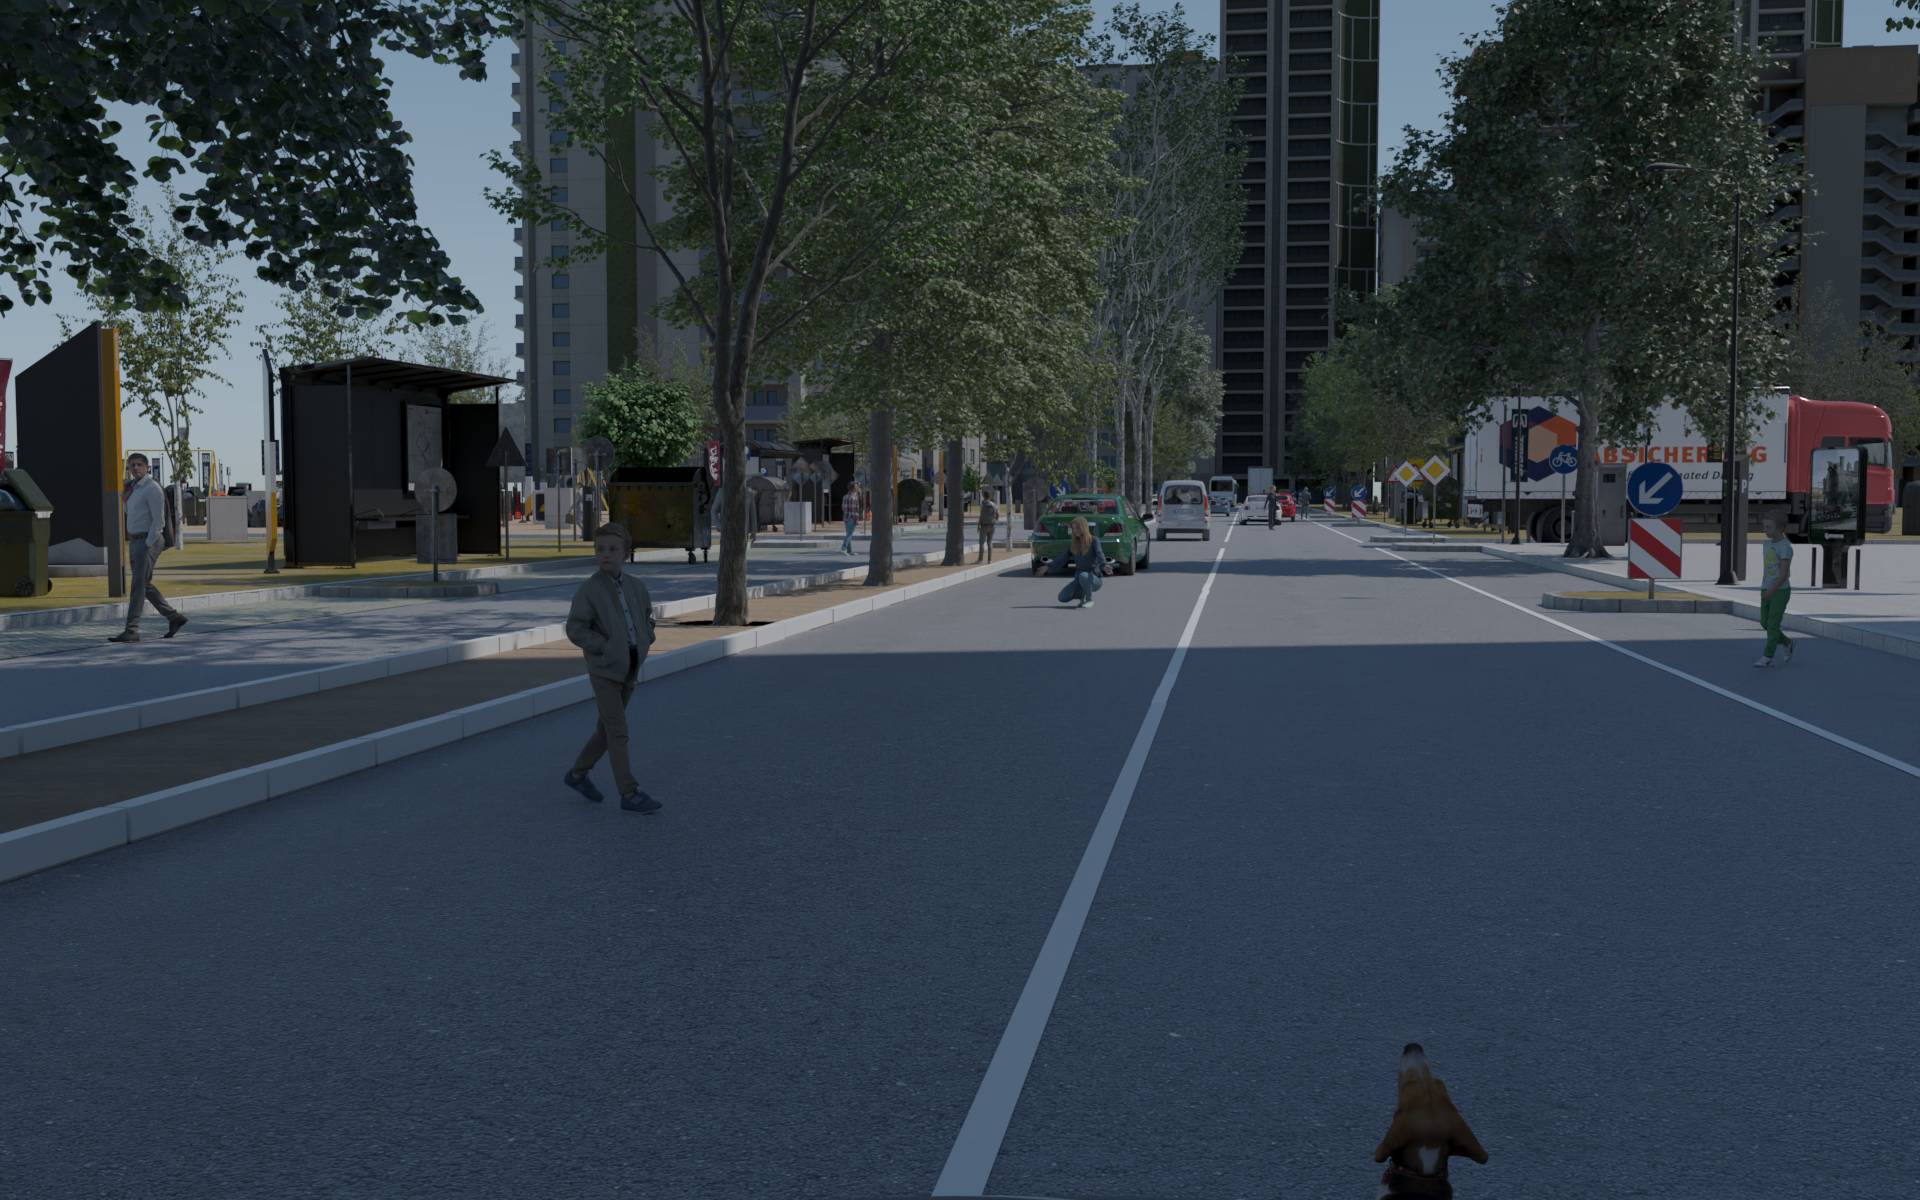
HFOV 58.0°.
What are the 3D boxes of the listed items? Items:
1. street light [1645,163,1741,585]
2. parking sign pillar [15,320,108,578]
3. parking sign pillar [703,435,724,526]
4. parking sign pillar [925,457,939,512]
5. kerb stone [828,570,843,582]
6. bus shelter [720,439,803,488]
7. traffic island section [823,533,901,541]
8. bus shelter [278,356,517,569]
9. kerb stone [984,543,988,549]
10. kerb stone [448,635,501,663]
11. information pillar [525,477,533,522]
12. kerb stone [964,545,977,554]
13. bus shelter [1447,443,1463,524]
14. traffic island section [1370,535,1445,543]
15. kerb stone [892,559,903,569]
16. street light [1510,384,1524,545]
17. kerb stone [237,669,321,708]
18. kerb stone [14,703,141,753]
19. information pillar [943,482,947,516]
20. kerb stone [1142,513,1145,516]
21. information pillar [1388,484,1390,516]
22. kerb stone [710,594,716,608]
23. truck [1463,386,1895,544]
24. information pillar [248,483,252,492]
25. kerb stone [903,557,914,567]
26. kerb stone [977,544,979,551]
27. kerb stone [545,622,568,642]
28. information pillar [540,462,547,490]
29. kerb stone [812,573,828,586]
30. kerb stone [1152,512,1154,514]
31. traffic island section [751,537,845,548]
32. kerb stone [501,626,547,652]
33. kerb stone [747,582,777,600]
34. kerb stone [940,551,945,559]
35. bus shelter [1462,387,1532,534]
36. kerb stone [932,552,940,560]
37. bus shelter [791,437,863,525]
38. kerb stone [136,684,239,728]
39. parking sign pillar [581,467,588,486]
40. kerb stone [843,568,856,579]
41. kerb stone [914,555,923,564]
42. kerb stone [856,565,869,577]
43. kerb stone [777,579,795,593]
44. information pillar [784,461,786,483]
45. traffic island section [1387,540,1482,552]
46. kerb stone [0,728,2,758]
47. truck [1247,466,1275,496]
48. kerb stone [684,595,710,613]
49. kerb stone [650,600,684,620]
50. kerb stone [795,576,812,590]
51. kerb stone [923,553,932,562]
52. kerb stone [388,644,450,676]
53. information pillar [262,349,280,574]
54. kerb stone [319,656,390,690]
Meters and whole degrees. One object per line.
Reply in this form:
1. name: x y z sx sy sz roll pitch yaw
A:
1. street light: 10.318 -3.172 24.396 1.470 5.913 1.316 1 4 9
2. parking sign pillar: -13.984 -2.361 27.074 1.447 3.967 1.447 0 4 -1
3. parking sign pillar: -9.691 -4.983 69.949 1.447 3.967 1.447 0 4 -6
4. parking sign pillar: -2.220 -8.425 126.224 1.447 3.967 1.447 1 4 13
5. kerb stone: -2.126 -0.366 28.179 0.120 0.150 1.000 1 4 9
6. bus shelter: -7.559 -4.360 65.207 2.014 3.302 5.546 1 4 9
7. traffic island section: -3.034 -1.994 54.875 2.009 0.180 2.903 1 4 9
8. bus shelter: -10.427 -2.534 32.715 1.731 3.624 6.357 1 4 9
9. kerb stone: 0.545 -1.353 44.367 0.120 0.150 1.000 1 4 9
10. kerb stone: -4.278 0.437 15.057 0.120 0.150 1.000 1 4 9
11. information pillar: -20.136 -5.471 80.798 0.504 3.616 0.183 3 4 37
12. kerb stone: 0.215 -1.233 42.347 0.120 0.150 1.000 1 4 9
13. bus shelter: 21.959 -5.864 73.515 2.179 5.291 8.768 1 4 10
14. traffic island section: 13.435 -1.828 52.166 2.009 0.180 2.903 1 4 9
15. kerb stone: -1.293 -0.673 33.237 0.120 0.150 1.000 1 4 9
16. street light: 13.579 -4.359 43.813 1.470 5.913 1.316 1 4 9
17. kerb stone: -4.774 0.622 12.031 0.120 0.150 1.000 1 4 9
18. kerb stone: -5.114 0.746 10.001 0.120 0.150 1.000 1 4 9
19. information pillar: -0.904 -5.809 99.467 0.304 2.012 0.304 -2 4 -30
20. kerb stone: 12.654 -5.848 117.817 0.120 0.150 1.000 1 4 9
21. information pillar: 24.678 -5.781 99.006 0.304 2.012 0.304 -3 5 -44
22. kerb stone: -3.110 0.007 22.119 0.120 0.150 1.000 1 4 9
23. truck: 19.508 -3.529 46.612 11.283 4.237 2.839 1 4 9
24. information pillar: -47.862 -6.861 116.673 0.304 2.012 0.304 -2 4 -30
25. kerb stone: -1.116 -0.731 34.244 0.120 0.150 1.000 1 4 9
26. kerb stone: 0.387 -1.293 43.355 0.120 0.150 1.000 1 4 9
27. kerb stone: -3.946 0.313 17.078 0.120 0.150 1.000 1 4 9
28. information pillar: -29.872 -8.122 124.145 0.504 3.616 0.183 0 4 3
29. kerb stone: -2.285 -0.304 27.169 0.120 0.150 1.000 1 4 9
30. kerb stone: 14.161 -6.401 126.939 0.120 0.150 1.000 1 4 9
31. traffic island section: -4.333 -1.512 46.996 2.009 0.180 2.903 1 4 9
32. kerb stone: -4.111 0.379 16.069 0.120 0.150 1.000 1 4 9
33. kerb stone: -2.781 -0.118 24.141 0.120 0.150 1.000 1 4 9
34. kerb stone: -0.448 -0.984 38.286 0.120 0.150 1.000 1 4 9
35. bus shelter: 19.041 -5.006 59.474 2.179 5.291 8.768 1 4 9
36. kerb stone: -0.626 -0.921 37.275 0.120 0.150 1.000 1 4 9
37. bus shelter: -5.712 -5.119 74.974 1.731 3.624 6.357 1 4 9
38. kerb stone: -4.948 0.684 11.019 0.120 0.150 1.000 1 4 9
39. parking sign pillar: -21.822 -6.848 100.430 1.447 3.967 1.447 -1 4 -14
40. kerb stone: -1.958 -0.425 29.187 0.120 0.150 1.000 1 4 9
41. kerb stone: -0.958 -0.791 35.258 0.120 0.150 1.000 1 4 9
42. kerb stone: -1.780 -0.484 30.199 0.120 0.150 1.000 1 4 9
43. kerb stone: -2.621 -0.181 25.152 0.120 0.150 1.000 1 4 9
44. information pillar: -11.145 -7.227 109.519 0.183 3.616 0.504 1 4 17
45. traffic island section: 12.136 -1.346 44.286 2.009 0.180 2.903 1 4 9
46. kerb stone: -5.287 0.808 8.980 0.120 0.150 1.000 1 4 9
47. truck: 31.070 -11.621 178.919 2.839 4.237 11.283 1 4 10
48. kerb stone: -3.284 0.066 21.112 0.120 0.150 1.000 1 4 9
49. kerb stone: -3.448 0.128 20.103 0.120 0.150 1.000 1 4 9
50. kerb stone: -2.454 -0.242 26.160 0.120 0.150 1.000 1 4 9
51. kerb stone: -0.791 -0.861 36.266 0.120 0.150 1.000 1 4 9
52. kerb stone: -4.445 0.500 14.049 0.120 0.150 1.000 1 4 9
53. information pillar: -11.072 -2.228 27.784 0.183 3.616 0.504 -2 4 -32
54. kerb stone: -4.611 0.564 13.040 0.120 0.150 1.000 1 4 9
